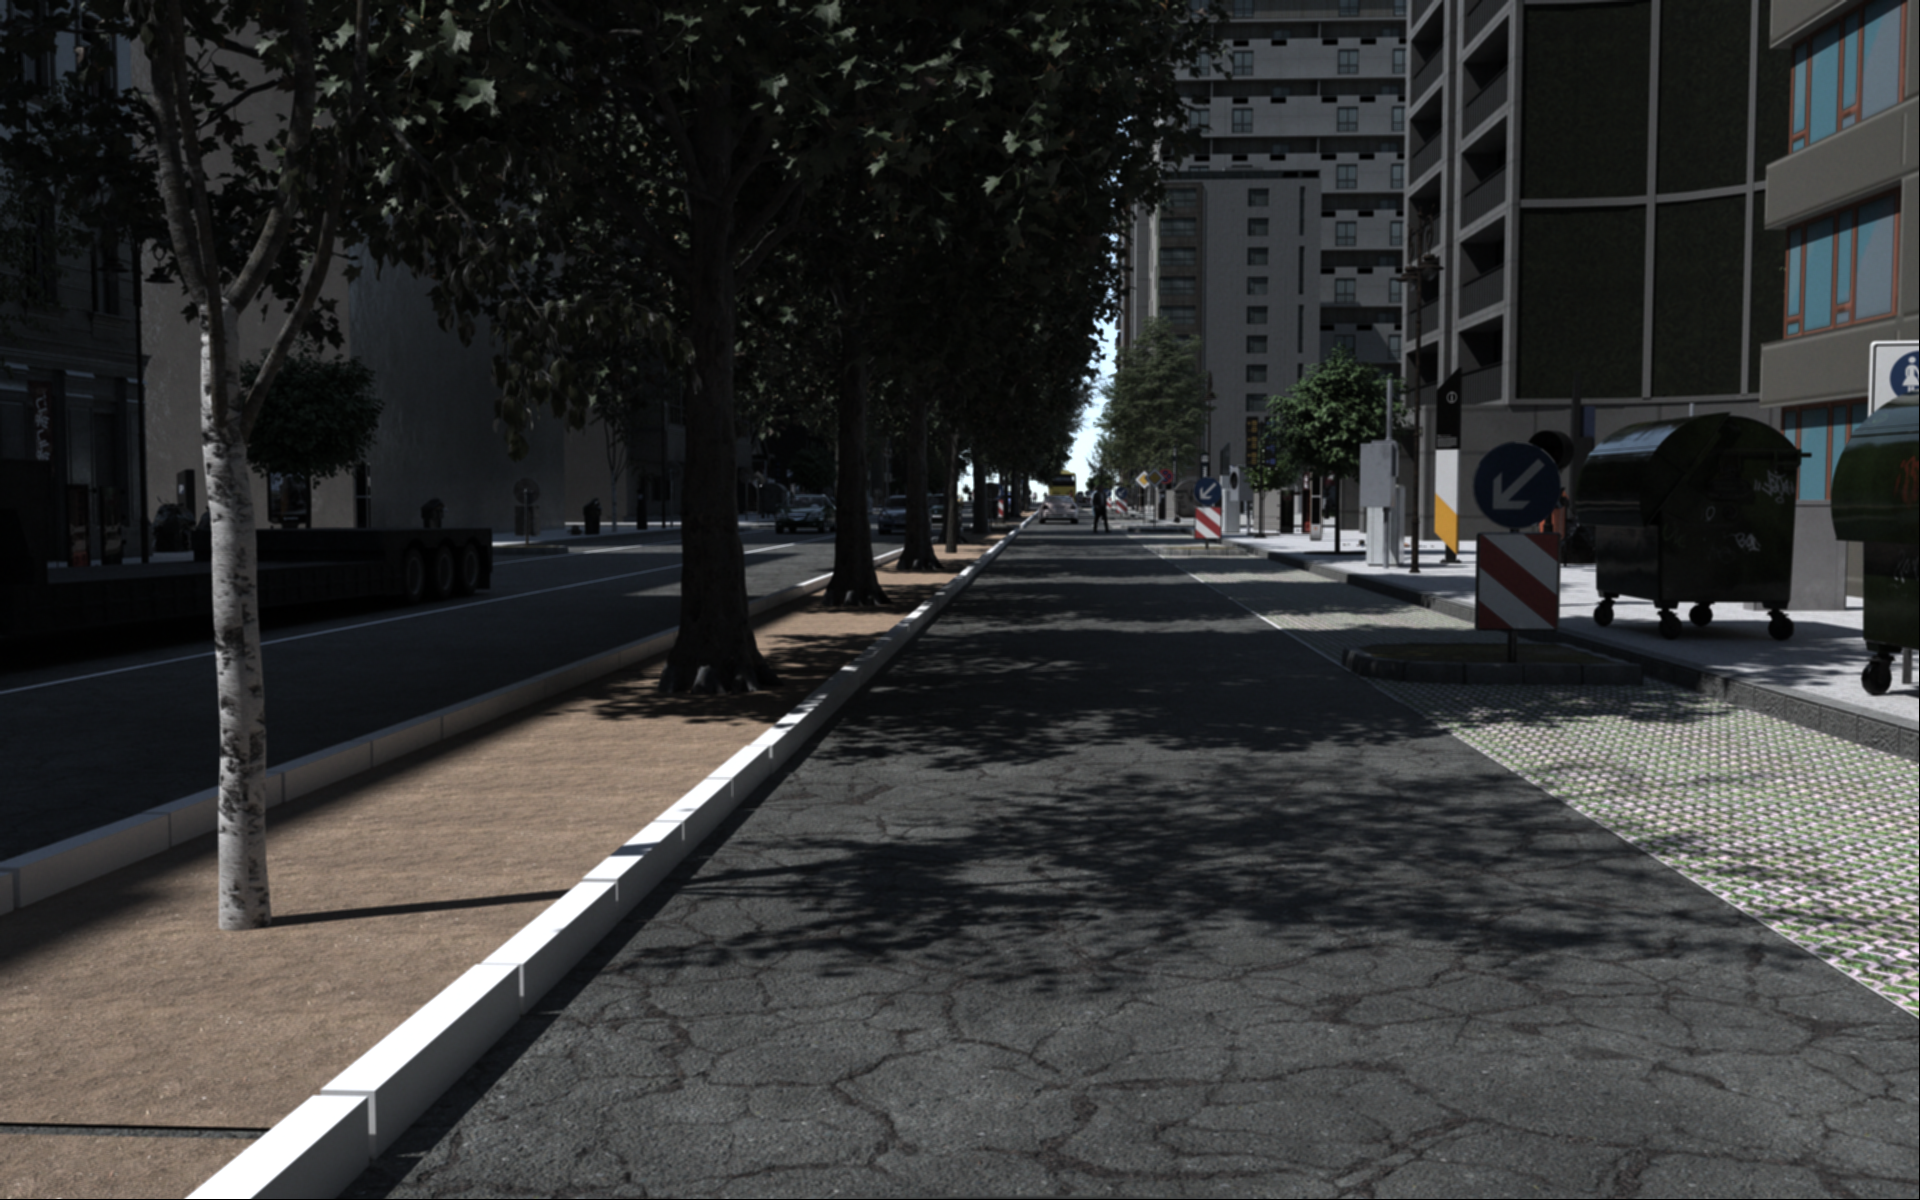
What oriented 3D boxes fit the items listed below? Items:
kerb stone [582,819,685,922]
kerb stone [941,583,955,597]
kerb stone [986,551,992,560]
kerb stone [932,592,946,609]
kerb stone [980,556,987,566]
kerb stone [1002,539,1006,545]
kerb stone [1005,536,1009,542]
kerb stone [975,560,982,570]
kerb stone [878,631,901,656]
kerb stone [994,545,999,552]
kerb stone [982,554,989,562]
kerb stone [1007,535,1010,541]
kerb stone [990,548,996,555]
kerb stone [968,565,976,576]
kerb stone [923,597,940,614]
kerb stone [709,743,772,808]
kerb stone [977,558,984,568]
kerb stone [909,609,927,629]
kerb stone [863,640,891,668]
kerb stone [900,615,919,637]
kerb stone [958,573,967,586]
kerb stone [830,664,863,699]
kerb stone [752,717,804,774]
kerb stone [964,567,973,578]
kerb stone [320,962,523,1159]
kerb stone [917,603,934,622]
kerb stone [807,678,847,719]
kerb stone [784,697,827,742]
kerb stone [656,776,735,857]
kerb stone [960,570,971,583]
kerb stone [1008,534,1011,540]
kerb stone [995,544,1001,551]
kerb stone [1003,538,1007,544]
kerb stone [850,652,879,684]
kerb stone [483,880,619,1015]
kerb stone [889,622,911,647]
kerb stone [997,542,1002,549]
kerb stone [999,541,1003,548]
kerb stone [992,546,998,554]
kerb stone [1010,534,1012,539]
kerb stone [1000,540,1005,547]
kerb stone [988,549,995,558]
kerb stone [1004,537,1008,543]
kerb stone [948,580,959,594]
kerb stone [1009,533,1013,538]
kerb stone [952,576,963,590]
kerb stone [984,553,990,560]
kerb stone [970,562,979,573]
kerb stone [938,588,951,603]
[{"bbox_3d":[-1.174,0.973,6.281,0.120,0.150,1.000,0,4,3],"label":"kerb stone"},{"bbox_3d":[-0.199,-0.091,23.685,0.120,0.150,1.000,0,4,3],"label":"kerb stone"},{"bbox_3d":[0.554,-0.905,37.022,0.120,0.150,1.000,0,4,3],"label":"kerb stone"},{"bbox_3d":[-0.301,0.036,21.631,0.120,0.150,1.000,0,4,3],"label":"kerb stone"},{"bbox_3d":[0.390,-0.719,33.950,0.120,0.150,1.000,0,4,3],"label":"kerb stone"},{"bbox_3d":[1.089,-1.471,46.250,0.120,0.150,1.000,0,4,3],"label":"kerb stone"},{"bbox_3d":[1.258,-1.660,49.330,0.120,0.150,1.000,0,4,3],"label":"kerb stone"},{"bbox_3d":[0.269,-0.594,31.905,0.120,0.150,1.000,0,4,3],"label":"kerb stone"},{"bbox_3d":[-0.653,0.414,15.486,0.120,0.150,1.000,0,4,3],"label":"kerb stone"},{"bbox_3d":[0.792,-1.157,41.116,0.120,0.150,1.000,0,4,3],"label":"kerb stone"},{"bbox_3d":[0.449,-0.775,34.971,0.120,0.150,1.000,0,4,3],"label":"kerb stone"},{"bbox_3d":[1.311,-1.722,50.354,0.120,0.150,1.000,0,4,3],"label":"kerb stone"},{"bbox_3d":[0.680,-1.032,39.064,0.120,0.150,1.000,0,4,3],"label":"kerb stone"},{"bbox_3d":[0.157,-0.468,29.848,0.120,0.150,1.000,0,4,3],"label":"kerb stone"},{"bbox_3d":[-0.367,0.097,20.606,0.120,0.150,1.000,0,4,3],"label":"kerb stone"},{"bbox_3d":[-1.059,0.848,8.333,0.120,0.150,1.000,0,4,3],"label":"kerb stone"},{"bbox_3d":[0.331,-0.653,32.930,0.120,0.150,1.000,0,4,3],"label":"kerb stone"},{"bbox_3d":[-0.481,0.229,18.559,0.120,0.150,1.000,0,4,3],"label":"kerb stone"},{"bbox_3d":[-0.709,0.473,14.465,0.120,0.150,1.000,0,4,3],"label":"kerb stone"},{"bbox_3d":[-0.536,0.285,17.530,0.120,0.150,1.000,0,4,3],"label":"kerb stone"},{"bbox_3d":[-0.017,-0.278,26.766,0.120,0.150,1.000,0,4,3],"label":"kerb stone"},{"bbox_3d":[-0.829,0.598,12.419,0.120,0.150,1.000,0,4,3],"label":"kerb stone"},{"bbox_3d":[-0.990,0.787,9.353,0.120,0.150,1.000,0,4,3],"label":"kerb stone"},{"bbox_3d":[0.094,-0.404,28.828,0.120,0.150,1.000,0,4,3],"label":"kerb stone"},{"bbox_3d":[-1.289,1.099,4.228,0.120,0.150,1.000,0,4,3],"label":"kerb stone"},{"bbox_3d":[-0.418,0.164,19.579,0.120,0.150,1.000,0,4,3],"label":"kerb stone"},{"bbox_3d":[-0.884,0.661,11.394,0.120,0.150,1.000,0,4,3],"label":"kerb stone"},{"bbox_3d":[-0.938,0.728,10.374,0.120,0.150,1.000,0,4,3],"label":"kerb stone"},{"bbox_3d":[-1.115,0.911,7.305,0.120,0.150,1.000,0,4,3],"label":"kerb stone"},{"bbox_3d":[0.050,-0.338,27.792,0.120,0.150,1.000,0,4,3],"label":"kerb stone"},{"bbox_3d":[1.376,-1.785,51.377,0.120,0.150,1.000,0,4,3],"label":"kerb stone"},{"bbox_3d":[0.855,-1.220,42.144,0.120,0.150,1.000,0,4,3],"label":"kerb stone"},{"bbox_3d":[1.144,-1.530,47.271,0.120,0.150,1.000,0,4,3],"label":"kerb stone"},{"bbox_3d":[-0.764,0.541,13.440,0.120,0.150,1.000,0,4,3],"label":"kerb stone"},{"bbox_3d":[-1.230,1.043,5.260,0.120,0.150,1.000,0,4,3],"label":"kerb stone"},{"bbox_3d":[-0.595,0.348,16.510,0.120,0.150,1.000,0,4,3],"label":"kerb stone"},{"bbox_3d":[0.912,-1.283,43.168,0.120,0.150,1.000,0,4,3],"label":"kerb stone"},{"bbox_3d":[0.968,-1.346,44.203,0.120,0.150,1.000,0,4,3],"label":"kerb stone"},{"bbox_3d":[0.739,-1.091,40.084,0.120,0.150,1.000,0,4,3],"label":"kerb stone"},{"bbox_3d":[1.431,-1.848,52.405,0.120,0.150,1.000,0,4,3],"label":"kerb stone"},{"bbox_3d":[1.029,-1.408,45.223,0.120,0.150,1.000,0,4,3],"label":"kerb stone"},{"bbox_3d":[0.625,-0.965,38.042,0.120,0.150,1.000,0,4,3],"label":"kerb stone"},{"bbox_3d":[1.198,-1.595,48.303,0.120,0.150,1.000,0,4,3],"label":"kerb stone"},{"bbox_3d":[-0.136,-0.153,24.707,0.120,0.150,1.000,0,4,3],"label":"kerb stone"},{"bbox_3d":[1.493,-1.910,53.425,0.120,0.150,1.000,0,4,3],"label":"kerb stone"},{"bbox_3d":[-0.074,-0.214,25.731,0.120,0.150,1.000,0,4,3],"label":"kerb stone"},{"bbox_3d":[0.500,-0.843,35.992,0.120,0.150,1.000,0,4,3],"label":"kerb stone"},{"bbox_3d":[0.208,-0.531,30.880,0.120,0.150,1.000,0,4,3],"label":"kerb stone"},{"bbox_3d":[-0.242,-0.028,22.654,0.120,0.150,1.000,0,4,3],"label":"kerb stone"}]
